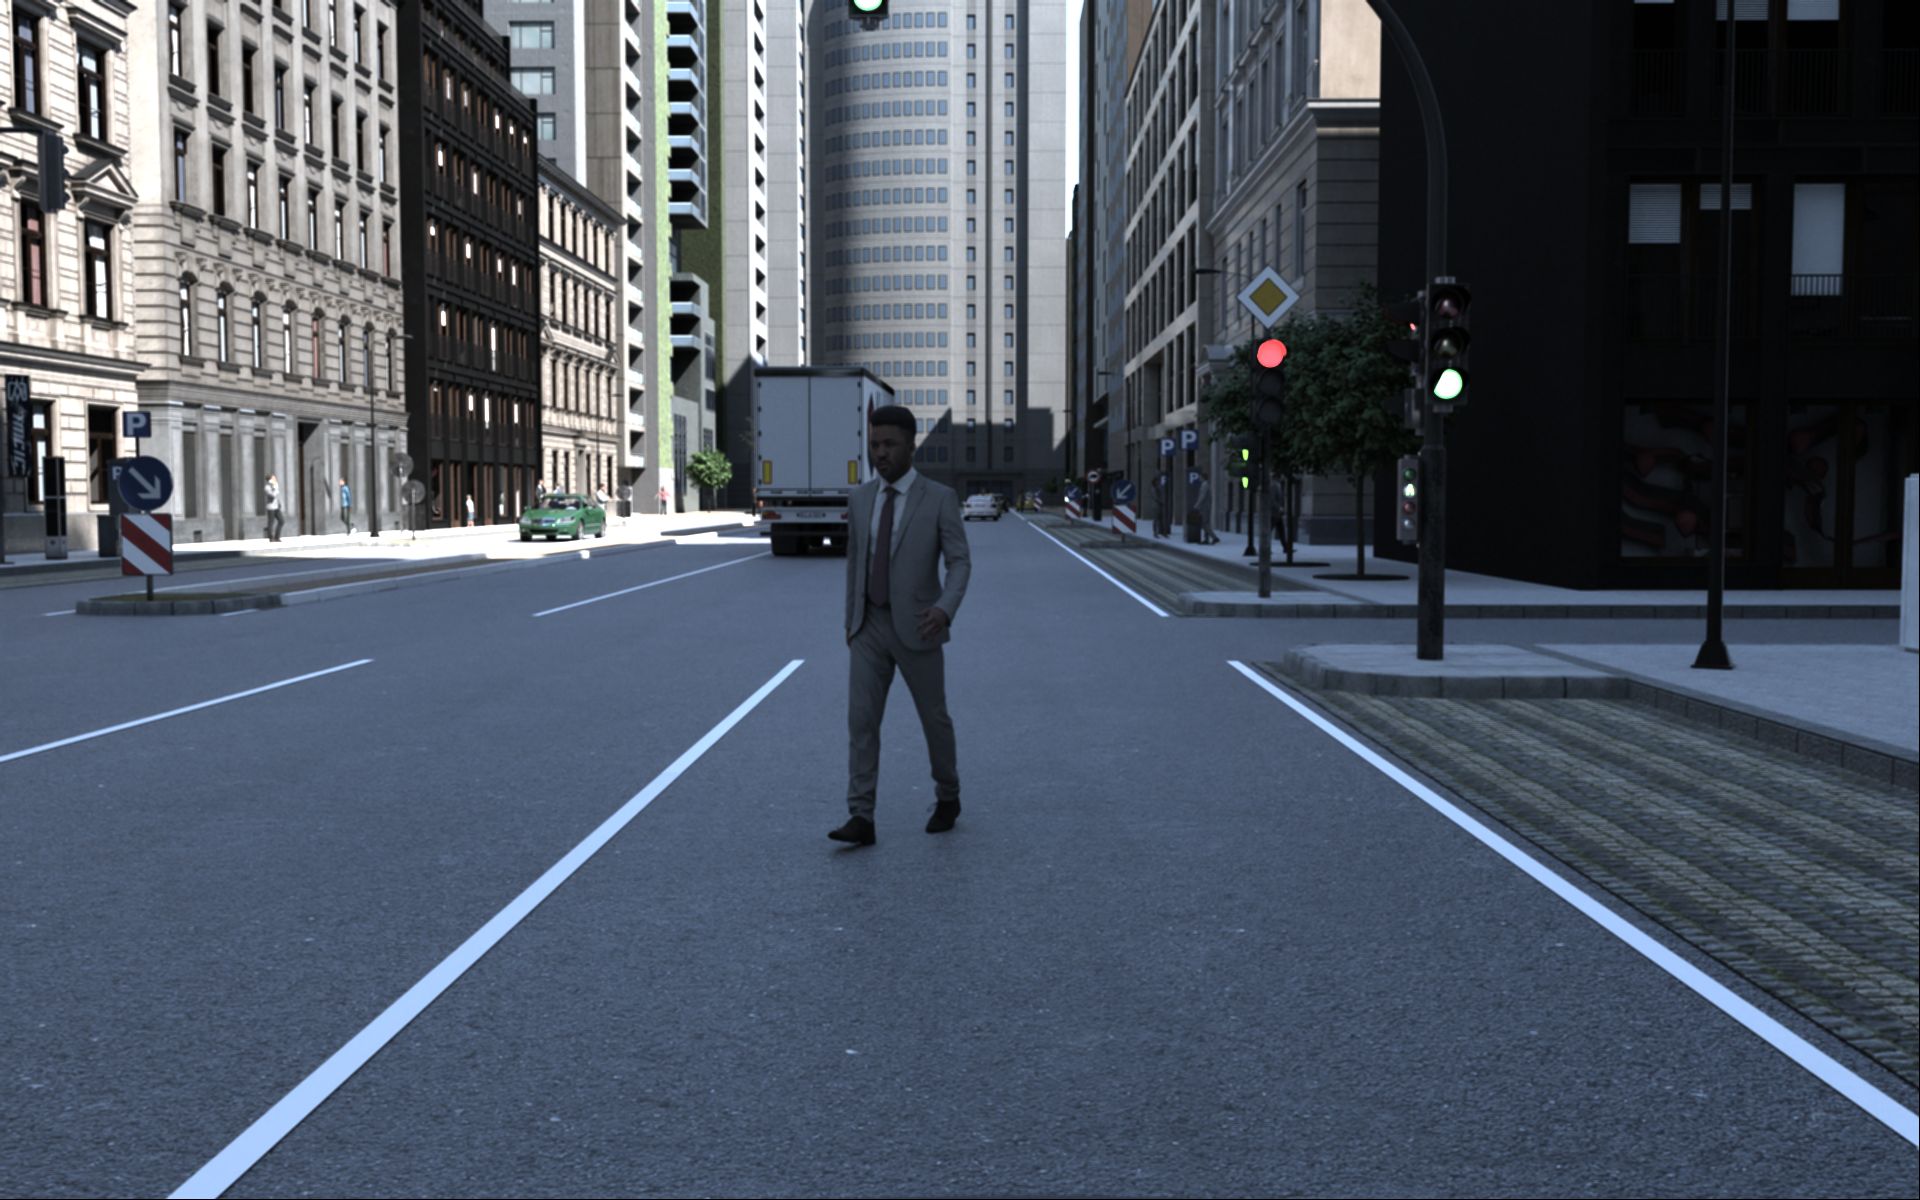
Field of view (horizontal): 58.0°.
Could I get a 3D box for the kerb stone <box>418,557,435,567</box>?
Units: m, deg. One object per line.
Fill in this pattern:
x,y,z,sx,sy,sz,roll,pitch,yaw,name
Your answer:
-10.588,-0.724,34.039,0.120,0.150,1.000,0,4,1,kerb stone

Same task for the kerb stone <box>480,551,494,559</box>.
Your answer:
-10.524,-0.975,38.130,0.120,0.150,1.000,0,4,1,kerb stone

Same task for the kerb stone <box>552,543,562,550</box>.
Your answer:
-10.429,-1.351,44.288,0.120,0.150,1.000,0,4,1,kerb stone

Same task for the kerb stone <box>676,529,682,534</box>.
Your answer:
-10.156,-2.416,61.703,0.120,0.150,1.000,0,4,1,kerb stone

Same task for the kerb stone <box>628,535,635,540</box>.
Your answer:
-10.287,-1.914,53.512,0.120,0.150,1.000,0,4,1,kerb stone

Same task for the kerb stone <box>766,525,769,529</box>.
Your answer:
-7.931,-2.912,69.876,0.120,0.150,1.000,0,4,1,kerb stone

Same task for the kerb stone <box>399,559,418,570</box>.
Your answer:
-10.604,-0.659,33.001,0.120,0.150,1.000,0,4,1,kerb stone

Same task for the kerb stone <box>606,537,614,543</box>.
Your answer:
-10.333,-1.724,50.443,0.120,0.150,1.000,0,4,1,kerb stone

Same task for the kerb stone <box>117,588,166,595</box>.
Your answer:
-10.767,-0.027,22.753,0.120,0.150,1.000,0,4,1,kerb stone

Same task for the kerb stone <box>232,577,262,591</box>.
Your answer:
-10.715,-0.222,25.830,0.120,0.150,1.000,0,4,1,kerb stone

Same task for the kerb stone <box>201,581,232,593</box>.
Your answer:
-10.741,-0.160,24.803,0.120,0.150,1.000,0,4,1,kerb stone

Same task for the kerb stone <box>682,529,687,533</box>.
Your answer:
-10.138,-2.478,62.726,0.120,0.150,1.000,0,4,1,kerb stone

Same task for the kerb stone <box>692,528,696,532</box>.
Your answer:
-10.096,-2.605,64.786,0.120,0.150,1.000,0,4,1,kerb stone

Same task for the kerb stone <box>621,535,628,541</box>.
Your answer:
-10.299,-1.847,52.490,0.120,0.150,1.000,0,4,1,kerb stone

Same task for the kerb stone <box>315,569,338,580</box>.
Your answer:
-10.672,-0.409,28.899,0.120,0.150,1.000,0,4,1,kerb stone

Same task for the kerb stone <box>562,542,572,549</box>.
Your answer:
-10.412,-1.411,45.318,0.120,0.150,1.000,0,4,1,kerb stone

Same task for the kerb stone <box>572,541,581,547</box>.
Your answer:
-10.397,-1.477,46.343,0.120,0.150,1.000,0,4,1,kerb stone

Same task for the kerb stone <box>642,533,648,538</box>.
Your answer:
-10.252,-2.041,55.561,0.120,0.150,1.000,0,4,1,kerb stone

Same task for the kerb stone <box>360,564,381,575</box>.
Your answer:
-10.637,-0.535,30.950,0.120,0.150,1.000,0,4,1,kerb stone

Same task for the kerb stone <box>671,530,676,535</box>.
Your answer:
-10.171,-2.353,60.675,0.120,0.150,1.000,0,4,1,kerb stone

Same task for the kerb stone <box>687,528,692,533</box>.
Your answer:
-10.122,-2.541,63.765,0.120,0.150,1.000,0,4,1,kerb stone

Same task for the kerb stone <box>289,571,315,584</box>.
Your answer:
-10.685,-0.344,27.874,0.120,0.150,1.000,0,4,1,kerb stone

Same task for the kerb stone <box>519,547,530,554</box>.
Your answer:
-10.476,-1.162,41.204,0.120,0.150,1.000,0,4,1,kerb stone

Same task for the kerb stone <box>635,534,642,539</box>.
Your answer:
-10.259,-1.978,54.538,0.120,0.150,1.000,0,4,1,kerb stone

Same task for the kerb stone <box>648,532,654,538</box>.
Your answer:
-10.232,-2.103,56.583,0.120,0.150,1.000,0,4,1,kerb stone

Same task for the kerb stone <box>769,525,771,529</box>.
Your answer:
-7.911,-2.979,70.898,0.120,0.150,1.000,0,4,1,kerb stone

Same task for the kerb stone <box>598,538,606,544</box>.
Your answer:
-10.345,-1.660,49.421,0.120,0.150,1.000,0,4,1,kerb stone

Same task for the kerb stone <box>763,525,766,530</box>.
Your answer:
-7.939,-2.854,68.853,0.120,0.150,1.000,0,4,1,kerb stone

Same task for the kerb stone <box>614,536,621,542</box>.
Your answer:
-10.318,-1.789,51.468,0.120,0.150,1.000,0,4,1,kerb stone

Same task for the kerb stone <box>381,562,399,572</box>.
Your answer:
-10.626,-0.598,31.974,0.120,0.150,1.000,0,4,1,kerb stone

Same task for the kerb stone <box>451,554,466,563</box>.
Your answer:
-10.560,-0.844,36.084,0.120,0.150,1.000,0,4,1,kerb stone

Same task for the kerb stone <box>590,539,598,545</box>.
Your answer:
-10.363,-1.601,48.397,0.120,0.150,1.000,0,4,1,kerb stone

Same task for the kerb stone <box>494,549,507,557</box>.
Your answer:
-10.509,-1.038,39.159,0.120,0.150,1.000,0,4,1,kerb stone

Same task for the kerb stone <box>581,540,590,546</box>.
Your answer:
-10.376,-1.540,47.373,0.120,0.150,1.000,0,4,1,kerb stone

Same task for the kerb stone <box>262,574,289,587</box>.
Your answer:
-10.706,-0.285,26.852,0.120,0.150,1.000,0,4,1,kerb stone

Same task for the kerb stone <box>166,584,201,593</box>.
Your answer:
-10.749,-0.097,23.781,0.120,0.150,1.000,0,4,1,kerb stone

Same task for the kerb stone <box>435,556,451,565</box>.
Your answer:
-10.574,-0.787,35.062,0.120,0.150,1.000,0,4,1,kerb stone

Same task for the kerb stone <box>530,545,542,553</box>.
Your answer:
-10.454,-1.221,42.227,0.120,0.150,1.000,0,4,1,kerb stone

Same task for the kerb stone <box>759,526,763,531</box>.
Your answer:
-7.950,-2.791,67.830,0.120,0.150,1.000,0,4,1,kerb stone

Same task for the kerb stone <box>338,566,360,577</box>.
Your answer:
-10.653,-0.473,29.928,0.120,0.150,1.000,0,4,1,kerb stone

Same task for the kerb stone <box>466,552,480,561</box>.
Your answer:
-10.540,-0.912,37.108,0.120,0.150,1.000,0,4,1,kerb stone

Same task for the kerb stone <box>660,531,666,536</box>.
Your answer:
-10.203,-2.228,58.629,0.120,0.150,1.000,0,4,1,kerb stone

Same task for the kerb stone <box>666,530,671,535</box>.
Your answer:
-10.183,-2.289,59.651,0.120,0.150,1.000,0,4,1,kerb stone

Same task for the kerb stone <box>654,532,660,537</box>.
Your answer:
-10.217,-2.166,57.607,0.120,0.150,1.000,0,4,1,kerb stone

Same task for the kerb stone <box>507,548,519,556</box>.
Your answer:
-10.491,-1.099,40.182,0.120,0.150,1.000,0,4,1,kerb stone

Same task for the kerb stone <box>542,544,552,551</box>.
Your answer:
-10.447,-1.288,43.254,0.120,0.150,1.000,0,4,1,kerb stone
